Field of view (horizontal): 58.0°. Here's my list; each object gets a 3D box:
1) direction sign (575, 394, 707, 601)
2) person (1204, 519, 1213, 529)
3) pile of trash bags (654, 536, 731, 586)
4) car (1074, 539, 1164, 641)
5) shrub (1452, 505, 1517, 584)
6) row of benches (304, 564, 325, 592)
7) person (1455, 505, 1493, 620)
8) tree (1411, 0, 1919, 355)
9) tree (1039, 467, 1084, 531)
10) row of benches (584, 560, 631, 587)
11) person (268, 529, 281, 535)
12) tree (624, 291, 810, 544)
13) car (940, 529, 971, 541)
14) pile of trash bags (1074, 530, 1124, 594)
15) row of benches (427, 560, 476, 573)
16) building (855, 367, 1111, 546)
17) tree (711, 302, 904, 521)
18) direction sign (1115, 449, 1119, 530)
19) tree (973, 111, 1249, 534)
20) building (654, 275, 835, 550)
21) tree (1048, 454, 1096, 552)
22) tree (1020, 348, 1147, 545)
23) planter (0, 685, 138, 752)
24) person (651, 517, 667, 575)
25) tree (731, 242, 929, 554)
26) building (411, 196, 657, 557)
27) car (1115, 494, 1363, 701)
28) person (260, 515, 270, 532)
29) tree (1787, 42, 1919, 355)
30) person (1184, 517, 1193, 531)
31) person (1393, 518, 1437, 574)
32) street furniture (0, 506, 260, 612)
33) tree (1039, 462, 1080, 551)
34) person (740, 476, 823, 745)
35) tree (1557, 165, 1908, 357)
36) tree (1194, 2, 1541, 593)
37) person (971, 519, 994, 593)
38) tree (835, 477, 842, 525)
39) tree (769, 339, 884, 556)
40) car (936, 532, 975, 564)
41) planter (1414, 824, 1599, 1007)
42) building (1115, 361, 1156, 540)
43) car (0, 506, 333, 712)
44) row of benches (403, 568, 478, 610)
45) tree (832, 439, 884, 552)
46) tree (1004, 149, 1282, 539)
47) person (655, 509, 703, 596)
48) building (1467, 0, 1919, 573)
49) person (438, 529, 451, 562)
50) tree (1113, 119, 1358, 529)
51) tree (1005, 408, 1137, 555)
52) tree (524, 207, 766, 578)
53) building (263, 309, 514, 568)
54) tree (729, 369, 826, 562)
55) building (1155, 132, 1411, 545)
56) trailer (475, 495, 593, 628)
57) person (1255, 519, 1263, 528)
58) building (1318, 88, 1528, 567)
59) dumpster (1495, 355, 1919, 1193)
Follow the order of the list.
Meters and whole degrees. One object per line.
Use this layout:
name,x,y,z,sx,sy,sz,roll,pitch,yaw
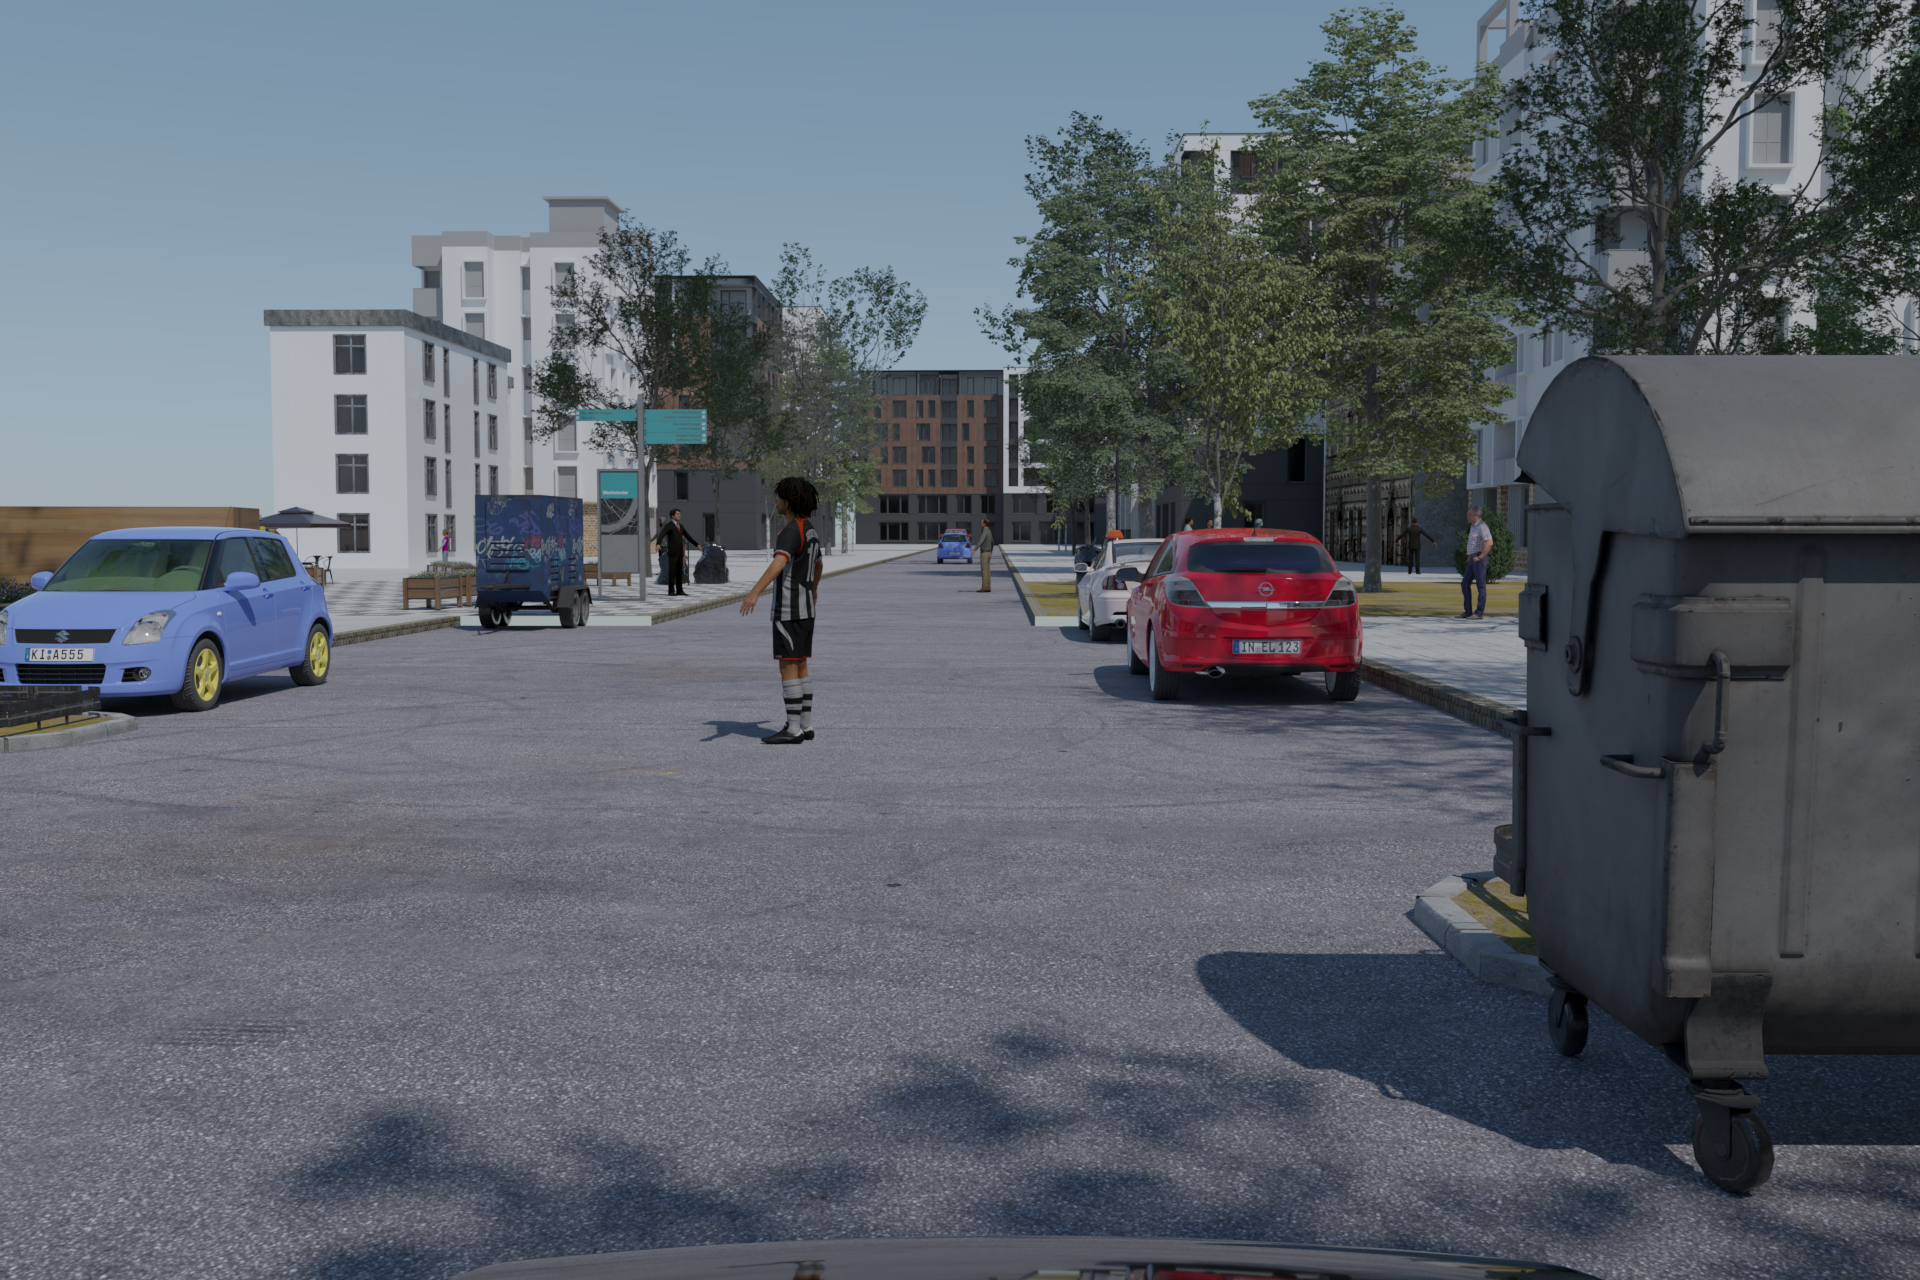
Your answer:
direction sign,-6.068,-2.747,33.673,2.525,3.948,1.411,0,4,2
person,8.764,-3.340,60.741,0.704,1.812,1.346,3,5,40
pile of trash bags,-6.963,-2.122,44.448,1.912,1.369,3.447,0,4,1
car,2.682,-0.744,24.521,2.083,1.381,4.827,0,4,1
shrub,13.537,-2.486,44.687,1.661,2.075,1.752,0,3,0
row of benches,-16.056,-1.362,37.733,4.104,0.672,1.422,0,4,-7
person,7.710,-1.163,26.000,0.436,1.711,0.756,0,4,5
tree,9.393,-5.360,22.041,7.601,10.594,8.767,-1,4,-23
tree,7.759,-10.437,121.013,4.737,8.622,4.395,0,3,0
row of benches,-10.040,-1.710,43.416,4.104,0.672,1.422,2,4,30
person,-22.911,-3.149,57.258,0.705,1.858,1.354,3,5,40
tree,-9.447,-8.012,65.413,8.767,10.594,7.601,2,4,34
car,-0.307,-7.145,125.501,2.281,1.827,5.304,0,4,1
pile of trash bags,3.386,-1.672,37.082,1.912,1.369,3.447,0,4,0
row of benches,-11.634,-1.485,39.740,1.422,0.672,4.104,-2,4,-24
building,3.785,-23.105,224.192,32.646,21.610,27.936,0,4,3
tree,-8.073,-11.077,91.482,12.009,13.543,11.850,0,3,0
direction sign,4.197,-3.323,46.334,0.379,3.537,0.876,0,4,2
tree,6.969,-13.486,76.382,12.611,20.169,13.585,0,3,0
building,-26.396,-18.921,153.340,27.936,21.610,32.646,0,4,1
tree,7.568,-10.791,126.788,4.360,8.622,3.978,0,3,0
tree,6.954,-10.404,95.860,9.928,11.665,9.643,0,3,0
planter,-7.015,0.547,12.204,1.991,0.319,1.994,0,4,1
person,-9.245,-2.913,53.762,0.705,1.813,1.348,-3,5,-44
tree,-8.755,-15.761,113.583,12.611,20.169,13.585,0,3,0
building,-24.664,-14.801,98.422,16.016,20.090,11.380,0,4,1
car,2.577,-0.450,16.396,2.155,1.783,4.494,0,4,1
person,-16.478,-2.086,40.572,1.216,1.772,0.721,-3,5,-40
tree,20.107,-6.602,33.702,9.928,11.665,9.643,0,3,0
person,7.217,-2.951,54.436,0.705,1.806,1.347,0,4,2
person,14.465,-2.990,55.115,1.346,1.802,0.704,2,4,23
street furniture,-15.992,-1.343,28.811,9.812,1.723,11.010,-1,4,-10
tree,7.848,-11.197,133.436,4.737,8.622,4.395,0,3,0
person,-1.169,-0.202,11.911,0.704,1.843,1.345,1,4,14
tree,19.620,-6.659,43.294,8.767,10.594,7.601,0,4,-1
tree,8.958,-7.347,38.243,7.486,12.596,7.792,0,3,0
person,0.597,-2.067,42.530,0.705,1.796,1.348,1,4,21
tree,-19.147,-19.399,223.836,9.857,13.997,8.962,0,3,0
tree,-8.143,-11.212,101.435,7.486,12.596,7.792,0,3,0
car,-0.236,-4.579,84.450,1.945,1.707,3.694,0,4,1
planter,2.672,0.925,6.024,1.991,0.319,1.994,0,4,1
building,25.482,-19.449,184.455,16.747,18.905,31.486,0,4,1
car,-6.901,-0.337,15.100,1.945,1.707,3.694,0,4,1
row of benches,-8.912,-0.950,31.001,1.422,0.672,4.104,0,4,5
tree,-7.755,-10.570,123.178,4.360,8.622,3.978,0,3,0
tree,6.003,-9.163,56.475,9.857,13.997,8.962,0,3,0
person,-5.855,-1.811,35.803,0.705,1.806,1.347,2,4,34
building,23.674,-12.540,61.446,16.016,20.090,11.380,0,4,2
person,-15.345,-2.580,51.444,0.599,1.433,0.991,0,4,-5
tree,4.977,-4.976,31.724,4.737,8.622,4.395,0,3,0
tree,7.007,-10.479,105.742,8.767,10.594,7.601,0,3,0
tree,-9.433,-7.103,50.539,8.767,10.594,7.601,2,4,35
building,-24.928,-8.365,78.917,9.099,9.664,28.070,0,4,1
tree,-8.896,-7.816,78.160,4.360,8.622,3.978,0,3,0
building,25.566,-15.946,104.696,27.936,21.610,32.646,0,4,1
trailer,-6.541,-1.151,25.865,1.471,1.999,3.904,0,4,1
person,10.492,-3.336,60.662,0.704,1.817,1.347,-1,4,-12
building,26.875,-14.927,74.982,19.493,23.208,18.063,0,4,1
dumpster,2.381,0.244,4.229,1.865,1.857,1.264,0,4,1
